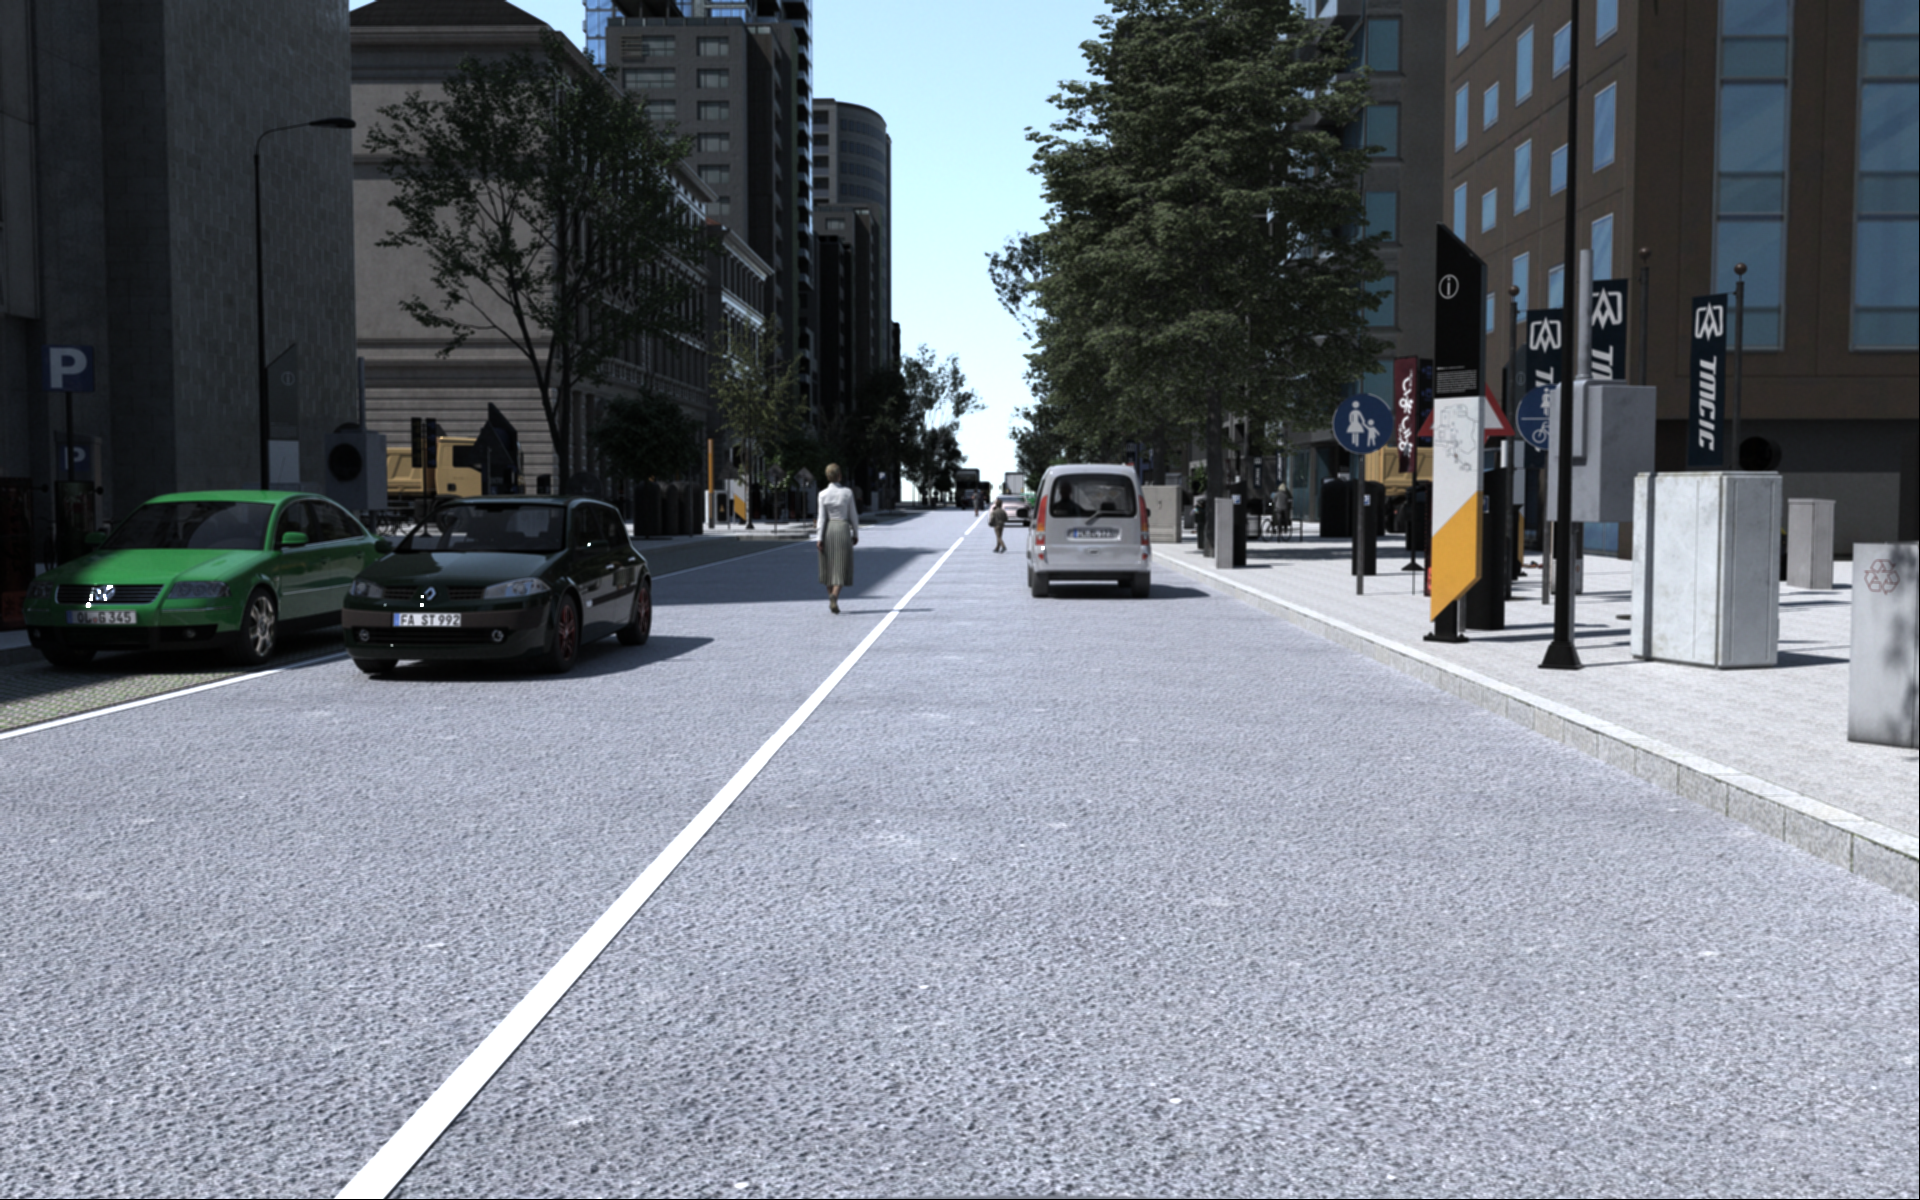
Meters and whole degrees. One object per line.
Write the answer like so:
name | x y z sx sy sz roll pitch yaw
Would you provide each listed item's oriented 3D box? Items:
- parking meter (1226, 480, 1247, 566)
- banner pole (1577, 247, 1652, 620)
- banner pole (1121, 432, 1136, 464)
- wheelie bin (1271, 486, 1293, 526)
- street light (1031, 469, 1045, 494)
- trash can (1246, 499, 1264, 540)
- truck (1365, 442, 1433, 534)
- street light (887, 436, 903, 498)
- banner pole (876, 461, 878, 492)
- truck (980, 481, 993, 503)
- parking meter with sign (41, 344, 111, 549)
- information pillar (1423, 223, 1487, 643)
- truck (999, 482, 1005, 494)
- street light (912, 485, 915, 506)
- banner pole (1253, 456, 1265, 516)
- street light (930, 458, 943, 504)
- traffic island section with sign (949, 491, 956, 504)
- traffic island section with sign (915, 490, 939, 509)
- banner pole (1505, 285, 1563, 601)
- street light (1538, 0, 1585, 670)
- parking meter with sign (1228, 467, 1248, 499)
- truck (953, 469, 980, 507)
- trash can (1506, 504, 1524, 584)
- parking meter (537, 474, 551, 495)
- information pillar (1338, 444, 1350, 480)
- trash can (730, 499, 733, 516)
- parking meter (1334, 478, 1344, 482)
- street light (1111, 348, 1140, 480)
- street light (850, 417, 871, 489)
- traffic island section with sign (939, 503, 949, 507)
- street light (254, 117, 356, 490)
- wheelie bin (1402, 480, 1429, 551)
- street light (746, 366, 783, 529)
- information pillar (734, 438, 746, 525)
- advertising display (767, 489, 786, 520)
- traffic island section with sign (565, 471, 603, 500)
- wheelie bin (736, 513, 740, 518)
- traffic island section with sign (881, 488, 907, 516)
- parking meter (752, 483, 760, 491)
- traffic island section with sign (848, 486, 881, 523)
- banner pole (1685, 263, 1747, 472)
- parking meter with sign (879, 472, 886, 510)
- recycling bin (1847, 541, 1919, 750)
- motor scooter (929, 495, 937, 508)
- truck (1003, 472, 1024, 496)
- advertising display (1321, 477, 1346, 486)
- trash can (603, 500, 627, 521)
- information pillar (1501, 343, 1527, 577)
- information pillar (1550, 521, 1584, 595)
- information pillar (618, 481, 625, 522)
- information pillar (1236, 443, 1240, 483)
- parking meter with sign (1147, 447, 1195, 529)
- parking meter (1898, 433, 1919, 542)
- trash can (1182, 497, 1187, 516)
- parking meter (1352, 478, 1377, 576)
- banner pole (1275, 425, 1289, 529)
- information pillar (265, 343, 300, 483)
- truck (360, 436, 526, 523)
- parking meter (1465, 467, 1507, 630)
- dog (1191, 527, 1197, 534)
parking meter | 4.940 -1.382 31.001 0.372 1.533 0.369 0 3 0
banner pole | 6.748 -1.699 17.788 0.863 3.779 0.401 2 4 30
banner pole | 6.790 -4.910 70.296 0.863 3.779 0.401 -2 4 -26
wheelie bin | 12.941 -3.787 69.830 0.980 1.594 0.693 -3 5 -41
street light | 7.885 -12.254 172.891 1.470 5.913 1.316 0 4 1
trash can | 8.222 -2.288 49.060 0.748 1.137 0.748 0 3 0
truck | 18.758 -3.831 58.566 9.791 3.379 3.469 0 4 1
street light | -5.262 -10.210 139.469 1.470 5.913 1.316 0 4 1
banner pole | -6.327 -8.690 132.096 0.401 3.779 0.863 0 4 -2
truck | 3.353 -16.607 267.449 3.469 3.379 9.791 0 4 2
parking meter with sign | -10.698 -1.519 21.093 0.543 3.016 1.738 -1 4 -19
information pillar | 4.273 -1.439 14.883 0.183 3.616 0.504 -3 4 -36
truck | 8.227 -17.498 282.014 3.469 3.379 9.791 0 3 0
street light | -4.298 -12.744 180.901 1.470 5.913 1.316 0 4 1
banner pole | 17.285 -6.705 99.650 0.863 3.779 0.401 0 4 5
street light | -3.174 -15.316 222.949 1.470 5.913 1.316 0 4 1
traffic island section with sign | -1.205 -14.462 245.074 1.989 1.847 2.006 0 4 1
traffic island section with sign | -3.236 -9.430 162.804 1.989 1.847 2.006 0 4 1
banner pole | 6.835 -1.880 20.760 0.863 3.779 0.401 3 4 36
street light | 3.903 -2.453 12.640 1.470 5.913 1.316 0 4 1
parking meter with sign | 17.435 -6.983 110.425 1.738 3.016 0.543 1 4 10
truck | 0.836 -12.467 192.753 2.839 4.237 11.283 0 4 2
trash can | 7.628 -0.795 24.647 0.748 1.137 0.748 0 3 0
parking meter | -12.104 -2.733 50.400 0.255 1.863 0.399 1 4 21
information pillar | 15.131 -4.702 68.224 0.504 3.616 0.183 -1 4 -19
trash can | -13.334 -5.454 100.833 0.748 1.137 0.748 0 3 0
parking meter | 14.050 -3.571 64.093 0.399 1.863 0.255 -2 4 -25
street light | 5.033 -4.993 54.177 1.470 5.913 1.316 0 4 1
street light | -6.022 -8.045 104.081 1.470 5.913 1.316 0 4 1
traffic island section with sign | -2.559 -11.101 190.121 1.989 1.847 2.006 0 4 1
street light | -8.142 -2.995 21.515 1.470 5.913 1.316 0 4 1
wheelie bin | 10.450 -1.914 39.207 0.693 1.594 0.980 -1 4 -18
street light | -7.110 -5.529 62.934 1.470 5.913 1.316 0 4 1
information pillar | -9.194 -4.955 72.374 0.504 3.616 0.183 0 4 -6
advertising display | -9.251 -5.016 87.228 0.974 1.923 0.123 0 4 0
traffic island section with sign | -6.522 -1.290 29.724 1.989 1.847 2.006 0 4 1
wheelie bin | -11.659 -5.145 92.029 0.980 1.594 0.693 0 4 -2
traffic island section with sign | -4.472 -6.383 112.989 1.989 1.847 2.006 0 4 1
parking meter | -10.472 -5.081 88.787 0.399 1.863 0.255 3 5 44
traffic island section with sign | -5.135 -4.735 86.042 1.989 1.847 2.006 0 4 1
banner pole | 8.353 -1.777 19.078 0.401 3.779 0.863 -2 4 -26
parking meter with sign | -6.276 -8.657 137.807 0.543 3.016 1.738 0 4 3
recycling bin | 5.090 0.224 8.885 0.722 1.027 0.722 -2 4 -35
motor scooter | -2.718 -9.962 175.650 0.815 1.314 1.986 0 4 3
truck | 7.132 -14.637 228.226 2.839 4.237 11.283 0 4 1
advertising display | 14.364 -3.757 66.640 0.974 1.923 0.123 -1 4 -13
trash can | -8.394 -1.839 41.728 0.748 1.137 0.748 0 3 0
information pillar | 8.579 -2.170 26.827 0.504 3.616 0.183 -2 4 -32
information pillar | 7.722 -1.071 21.998 0.304 2.012 0.304 3 5 45
information pillar | -15.512 -4.582 79.409 0.304 2.012 0.304 0 4 -6
information pillar | 12.689 -5.370 79.150 0.183 3.616 0.504 0 4 -5
parking meter with sign | 7.744 -4.105 63.383 1.738 3.016 0.543 1 4 22
parking meter | 9.342 -0.677 16.785 0.399 1.863 0.255 0 4 -2
trash can | 12.884 -5.442 100.623 0.748 1.137 0.748 0 3 0
parking meter | 6.381 -1.156 27.316 0.372 1.533 0.369 0 3 0
banner pole | 11.730 -4.469 63.084 0.401 3.779 0.863 -2 4 -23
information pillar | -10.467 -2.169 26.822 0.183 3.616 0.504 3 5 44
truck | -19.003 -3.857 58.979 9.791 3.379 3.469 0 4 2
parking meter | 4.986 -0.491 16.442 0.372 1.533 0.369 0 3 0
dog | 8.147 -2.450 60.252 0.748 0.427 0.550 -1 4 -10
